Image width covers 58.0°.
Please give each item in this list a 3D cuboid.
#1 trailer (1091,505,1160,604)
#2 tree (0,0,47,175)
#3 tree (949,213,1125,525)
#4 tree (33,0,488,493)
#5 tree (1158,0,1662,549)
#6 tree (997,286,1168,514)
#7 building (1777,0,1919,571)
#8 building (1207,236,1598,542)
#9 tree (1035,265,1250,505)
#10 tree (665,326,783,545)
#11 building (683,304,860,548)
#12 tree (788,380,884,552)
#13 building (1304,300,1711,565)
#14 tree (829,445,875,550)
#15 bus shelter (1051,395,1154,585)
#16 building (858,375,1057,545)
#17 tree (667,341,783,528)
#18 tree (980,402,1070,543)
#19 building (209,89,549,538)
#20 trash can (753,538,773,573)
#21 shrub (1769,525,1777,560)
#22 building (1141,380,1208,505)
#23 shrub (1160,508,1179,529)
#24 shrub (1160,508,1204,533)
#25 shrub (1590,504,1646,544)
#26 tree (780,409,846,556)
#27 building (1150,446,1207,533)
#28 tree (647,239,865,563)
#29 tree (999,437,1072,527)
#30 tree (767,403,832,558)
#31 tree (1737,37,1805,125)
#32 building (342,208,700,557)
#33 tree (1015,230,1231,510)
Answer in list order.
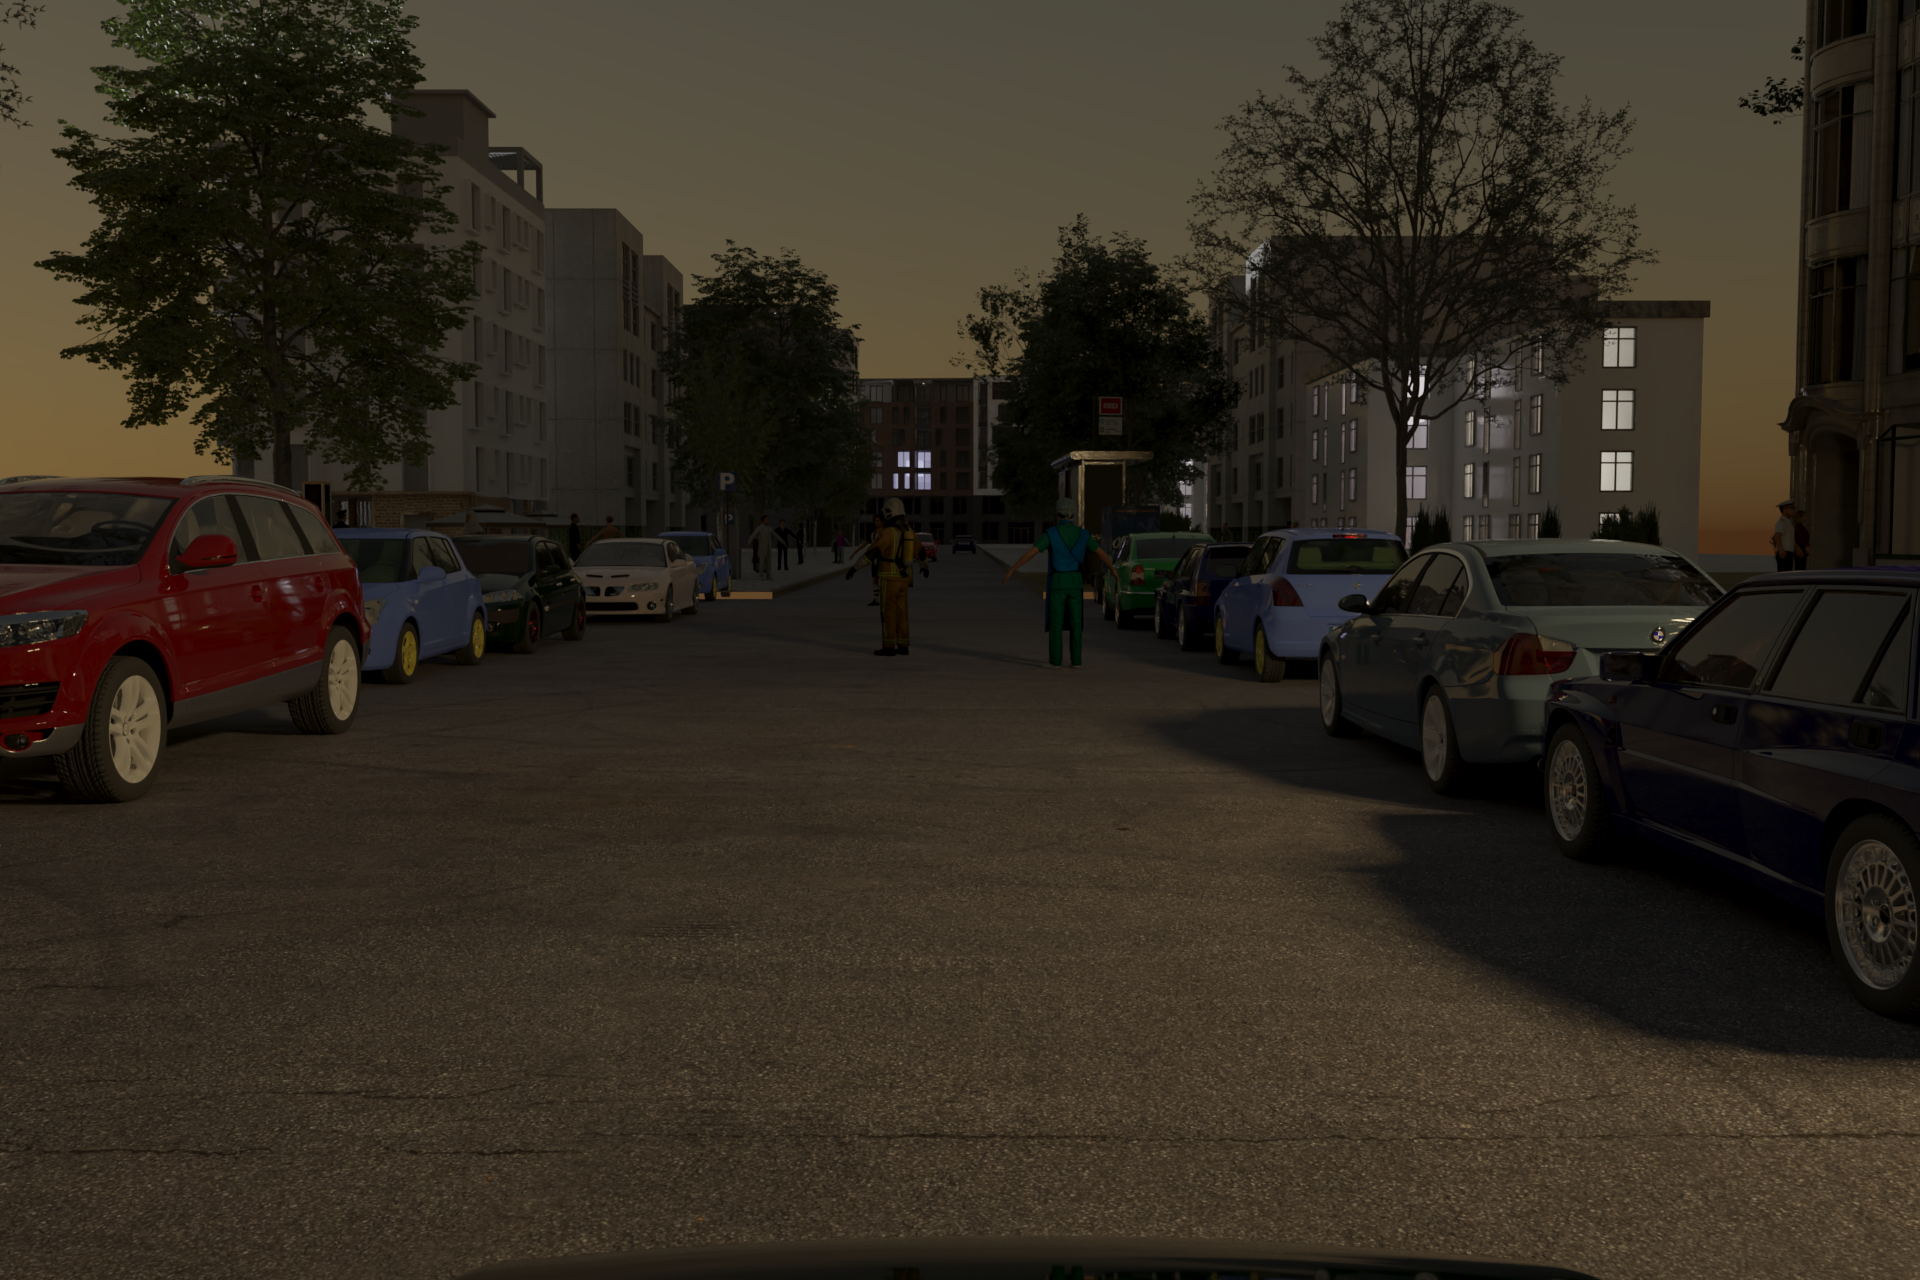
[{"bbox_3d":[3.502,-1.798,36.445,1.471,1.999,3.904,0,3,0],"label":"trailer"},{"bbox_3d":[-11.751,-6.281,13.064,12.009,13.543,11.850,0,3,0],"label":"tree"},{"bbox_3d":[5.711,-15.222,104.762,12.611,20.169,13.585,0,3,0],"label":"tree"},{"bbox_3d":[-12.659,-6.915,31.182,7.486,12.596,7.792,0,3,0],"label":"tree"},{"bbox_3d":[9.409,-7.713,36.471,12.009,13.543,11.850,0,3,0],"label":"tree"},{"bbox_3d":[6.444,-10.991,86.366,9.857,13.997,8.962,0,3,0],"label":"tree"},{"bbox_3d":[25.451,-12.596,22.591,14.369,24.946,33.146,0,4,0],"label":"building"},{"bbox_3d":[26.676,-14.982,111.413,16.747,18.905,31.486,0,4,0],"label":"building"},{"bbox_3d":[6.324,-7.641,59.336,8.767,10.594,7.601,3,5,43],"label":"tree"},{"bbox_3d":[-8.608,-6.803,61.595,4.360,8.622,3.978,0,3,0],"label":"tree"},{"bbox_3d":[-24.896,-19.973,170.538,27.936,21.610,32.646,0,4,1],"label":"building"},{"bbox_3d":[-9.212,-12.624,124.528,7.486,12.596,7.792,0,3,0],"label":"tree"},{"bbox_3d":[22.401,-8.212,76.411,9.099,9.664,28.070,0,4,0],"label":"building"},{"bbox_3d":[-8.436,-11.507,138.499,4.360,8.622,3.978,0,3,0],"label":"tree"},{"bbox_3d":[3.736,-4.301,47.948,2.179,5.291,8.768,0,4,-2],"label":"bus shelter"},{"bbox_3d":[0.616,-23.789,235.378,32.646,21.610,27.936,0,4,5],"label":"building"},{"bbox_3d":[-9.101,-7.135,67.025,4.737,8.622,4.395,0,3,0],"label":"tree"},{"bbox_3d":[6.536,-14.537,144.329,9.857,13.997,8.962,0,3,0],"label":"tree"},{"bbox_3d":[-25.914,-13.379,75.173,16.016,20.090,11.380,0,4,0],"label":"building"},{"bbox_3d":[-6.590,-2.813,57.639,0.748,1.137,0.748,0,3,0],"label":"trash can"},{"bbox_3d":[28.015,-3.274,57.957,1.690,2.028,1.600,0,3,0],"label":"shrub"},{"bbox_3d":[24.168,-21.548,208.728,16.016,20.090,11.380,0,3,0],"label":"building"},{"bbox_3d":[6.134,-2.925,51.869,1.661,2.075,1.752,0,3,0],"label":"shrub"},{"bbox_3d":[6.044,-2.692,48.431,1.690,2.028,1.600,0,3,0],"label":"shrub"},{"bbox_3d":[17.310,-2.527,45.362,1.661,2.075,1.752,0,3,0],"label":"shrub"},{"bbox_3d":[-8.600,-9.271,101.943,4.737,8.622,4.395,0,3,0],"label":"tree"},{"bbox_3d":[24.214,-13.789,167.598,9.099,9.664,28.070,0,4,0],"label":"building"},{"bbox_3d":[-8.806,-10.379,76.351,9.857,13.997,8.962,0,3,0],"label":"tree"},{"bbox_3d":[6.877,-11.717,125.979,8.767,10.594,7.601,-1,4,-23],"label":"tree"},{"bbox_3d":[-8.219,-8.794,94.146,4.360,8.622,3.978,0,3,0],"label":"tree"},{"bbox_3d":[27.841,-11.732,47.710,12.611,20.169,13.585,0,3,0],"label":"tree"},{"bbox_3d":[-27.148,-14.895,109.992,16.747,18.905,31.486,0,4,-1],"label":"building"},{"bbox_3d":[7.059,-10.176,73.036,9.857,13.997,8.962,0,3,0],"label":"tree"}]
